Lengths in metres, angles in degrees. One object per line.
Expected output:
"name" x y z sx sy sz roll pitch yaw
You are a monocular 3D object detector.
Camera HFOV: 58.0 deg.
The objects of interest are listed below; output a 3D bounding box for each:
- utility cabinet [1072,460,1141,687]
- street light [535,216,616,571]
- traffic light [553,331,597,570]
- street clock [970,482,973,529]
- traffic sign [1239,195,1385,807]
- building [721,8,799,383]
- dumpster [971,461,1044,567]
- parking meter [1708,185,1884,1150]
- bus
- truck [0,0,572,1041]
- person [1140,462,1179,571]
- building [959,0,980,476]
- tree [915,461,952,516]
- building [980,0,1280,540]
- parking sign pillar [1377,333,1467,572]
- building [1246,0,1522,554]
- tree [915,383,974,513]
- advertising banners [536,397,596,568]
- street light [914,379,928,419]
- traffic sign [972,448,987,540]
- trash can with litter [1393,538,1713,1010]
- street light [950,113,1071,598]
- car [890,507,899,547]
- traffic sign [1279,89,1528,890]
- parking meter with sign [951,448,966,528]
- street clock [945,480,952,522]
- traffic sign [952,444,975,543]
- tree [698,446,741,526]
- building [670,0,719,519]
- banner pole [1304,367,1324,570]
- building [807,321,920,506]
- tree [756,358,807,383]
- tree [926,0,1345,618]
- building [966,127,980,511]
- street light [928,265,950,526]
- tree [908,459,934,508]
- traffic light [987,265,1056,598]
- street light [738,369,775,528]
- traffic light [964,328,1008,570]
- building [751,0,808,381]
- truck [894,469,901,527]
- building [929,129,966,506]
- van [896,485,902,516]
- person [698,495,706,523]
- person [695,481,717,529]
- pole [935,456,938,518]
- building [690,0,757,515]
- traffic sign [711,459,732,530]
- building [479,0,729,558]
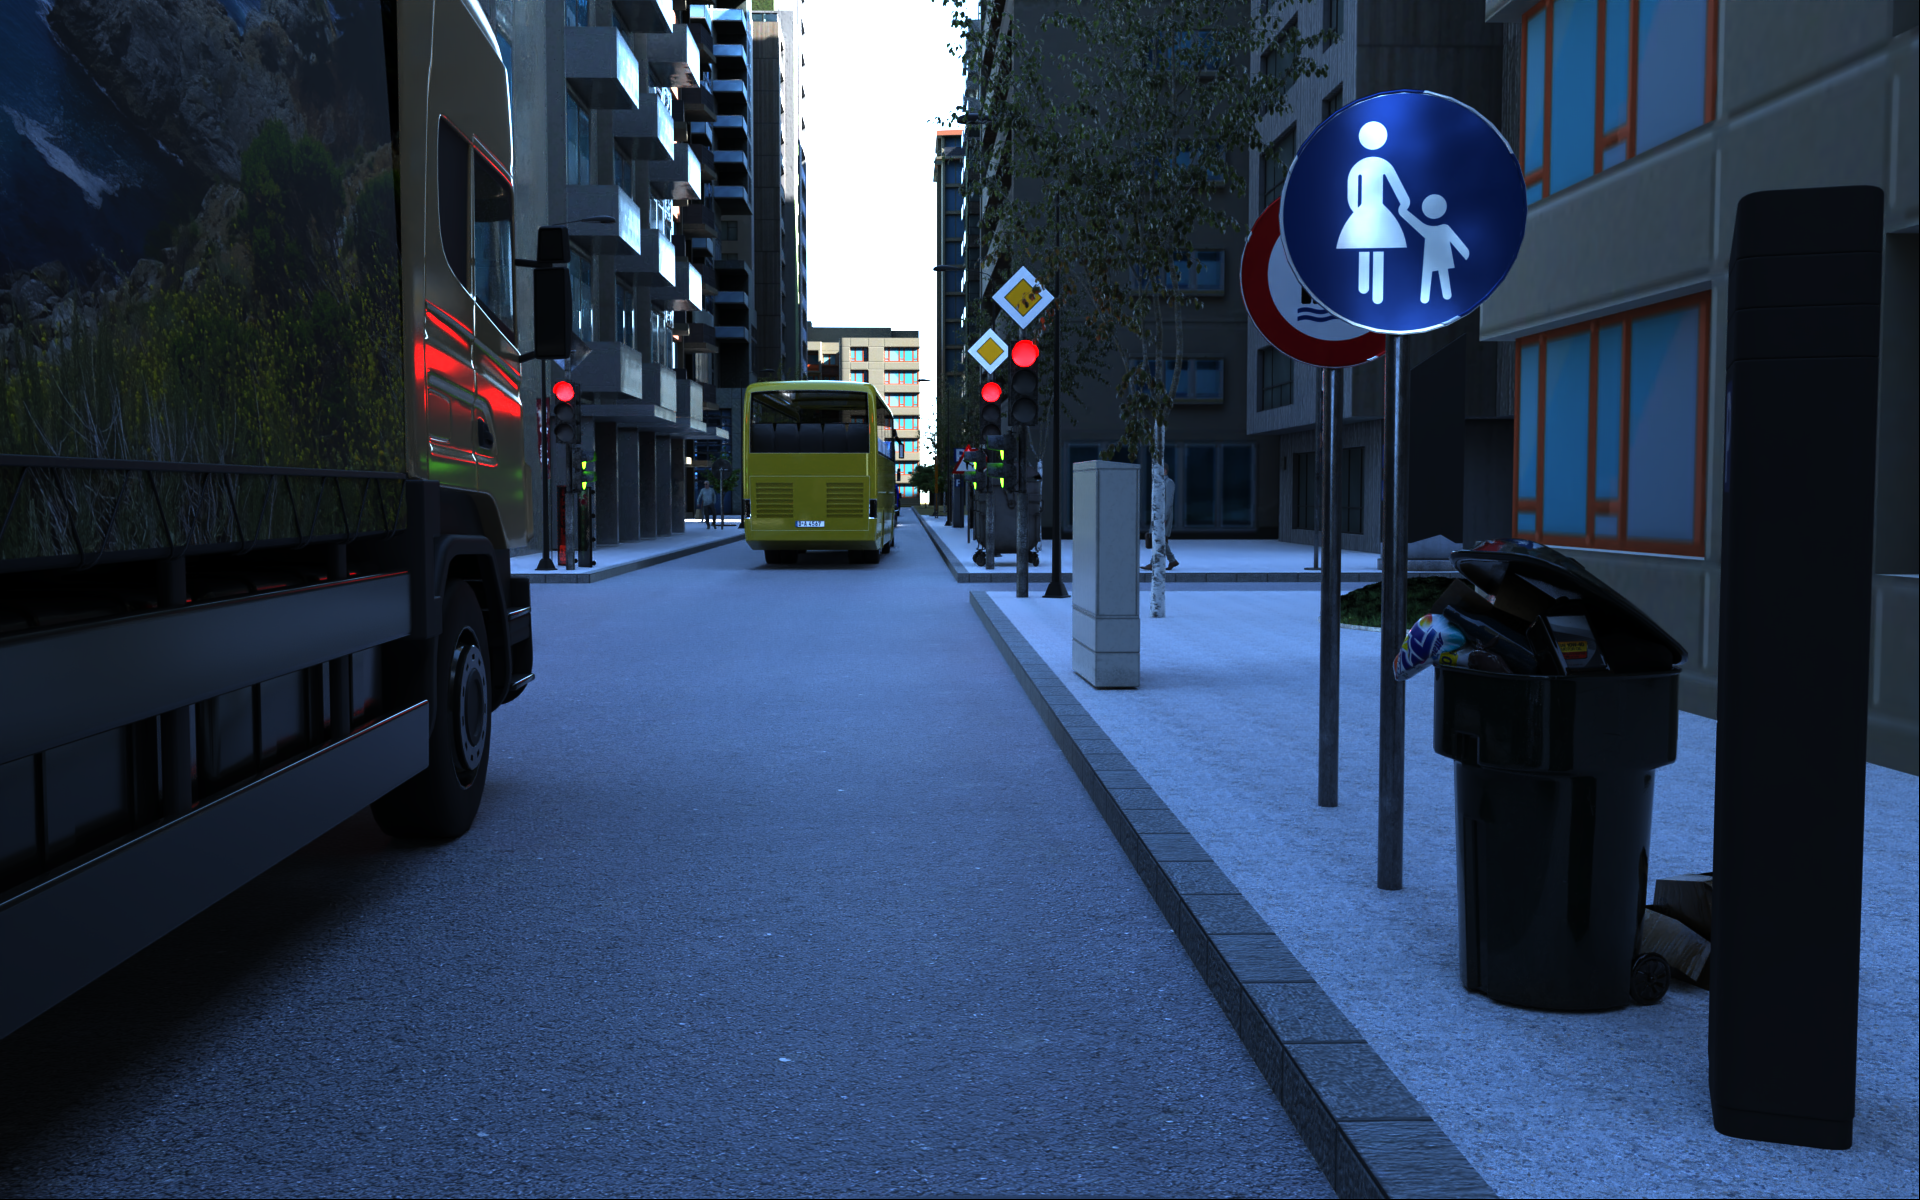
"utility cabinet" 1.003 -0.195 11.867 0.318 1.500 1.173 0 4 -4
"street light" -6.439 -3.456 29.040 1.470 5.913 1.316 0 4 -2
"traffic light" -6.564 -2.460 29.145 0.839 4.253 0.868 0 4 -2
"street clock" 0.463 -3.665 64.496 0.358 2.002 0.471 0 4 -4
"traffic sign" 1.516 -0.425 7.054 0.768 2.556 0.104 0 4 7
"building" -20.671 -28.044 142.108 14.154 41.232 14.086 0 4 -2
"dumpster" 0.860 -1.564 31.334 1.264 1.857 1.865 0 4 -2
"parking meter" 1.697 0.133 3.542 0.255 1.863 0.399 1 4 21
"bus" -2.847 -2.871 38.488 2.896 3.916 12.252 0 4 0
"truck" -3.013 -0.906 3.731 2.839 4.237 11.283 0 4 -3
"person" 3.351 -1.401 29.049 0.767 1.812 0.694 -1 4 -12
"building" 11.524 -33.158 161.737 23.786 49.044 30.456 0 4 -2
"tree" -1.290 -6.462 100.251 1.663 3.219 1.824 0 3 0
"building" 11.785 -26.566 58.062 21.300 48.544 21.600 0 4 -2
"parking sign pillar" 7.815 -2.494 29.245 1.447 3.967 1.447 0 4 2
"building" 14.836 -16.379 39.501 14.107 30.474 14.160 0 4 -2
"tree" -1.032 -10.060 114.843 4.737 8.622 4.395 0 3 0
"advertising banners" -7.044 -2.120 30.855 0.090 3.025 2.074 -3 5 -40
"street light" -1.003 -5.955 69.907 1.470 5.913 1.316 0 4 -2
"traffic sign" 0.403 -2.934 48.072 0.768 2.556 0.104 0 4 2
"trash can with litter" 1.729 0.417 4.570 1.055 1.170 0.624 -1 4 -20
"street light" 0.658 -2.983 21.319 1.470 5.913 1.316 0 4 -2
"car" -2.763 -2.252 48.622 2.131 1.459 4.920 0 4 -3
"traffic sign" 1.401 -0.334 5.566 0.768 2.556 0.104 0 4 7
"parking meter with sign" -0.057 -4.290 66.396 0.543 3.016 1.738 0 4 -6
"street clock" -0.442 -4.525 78.557 0.471 2.002 0.358 -2 4 -32
"traffic sign" 0.229 -2.763 45.183 0.884 2.594 0.081 0 4 7
"tree" -9.404 -4.570 69.329 1.663 3.219 1.824 0 3 0
"building" -23.555 -26.192 82.863 22.147 44.769 28.867 0 4 -2
"banner pole" 6.052 -2.384 28.996 0.401 3.779 0.863 0 4 -5
"building" -19.293 -22.022 205.094 28.899 21.520 27.650 0 4 -2
"tree" -9.563 -8.847 95.006 4.737 8.622 4.395 0 3 0
"tree" 1.821 -4.122 17.755 4.360 8.622 3.978 0 3 0
"building" 7.391 -22.517 139.847 14.160 30.474 14.107 0 4 -2
"street light" 0.149 -3.840 35.320 1.470 5.913 1.316 0 4 -2
"tree" -3.079 -10.671 158.179 4.285 4.588 4.351 0 3 0
"traffic light" 0.756 -1.987 21.412 0.839 4.253 0.868 0 4 -2
"street light" -7.585 -5.628 64.557 1.470 5.913 1.316 0 4 -2
"traffic light" 0.493 -2.475 29.393 0.839 4.253 0.868 0 4 -2
"building" -28.836 -38.069 164.426 28.212 58.520 21.231 0 4 -2
"truck" -4.273 -5.704 83.016 2.967 4.110 18.799 0 4 -2
"building" 9.760 -33.503 202.390 28.867 44.769 22.147 0 4 -2
"van" -4.961 -6.746 114.674 2.240 2.365 5.245 0 4 -3
"person" -11.461 -4.217 77.594 0.523 1.515 0.503 0 4 -5
"person" -9.274 -3.465 63.185 0.782 1.767 0.515 -1 4 -10
"pole" -1.247 -5.980 91.622 0.158 3.312 0.155 0 3 0
"building" -24.539 -49.254 117.972 22.319 86.520 31.000 0 4 -2
"traffic sign" -8.597 -3.817 62.517 0.768 2.556 0.104 0 4 4
"building" -18.995 -26.034 45.271 23.786 49.044 30.456 0 4 -2
